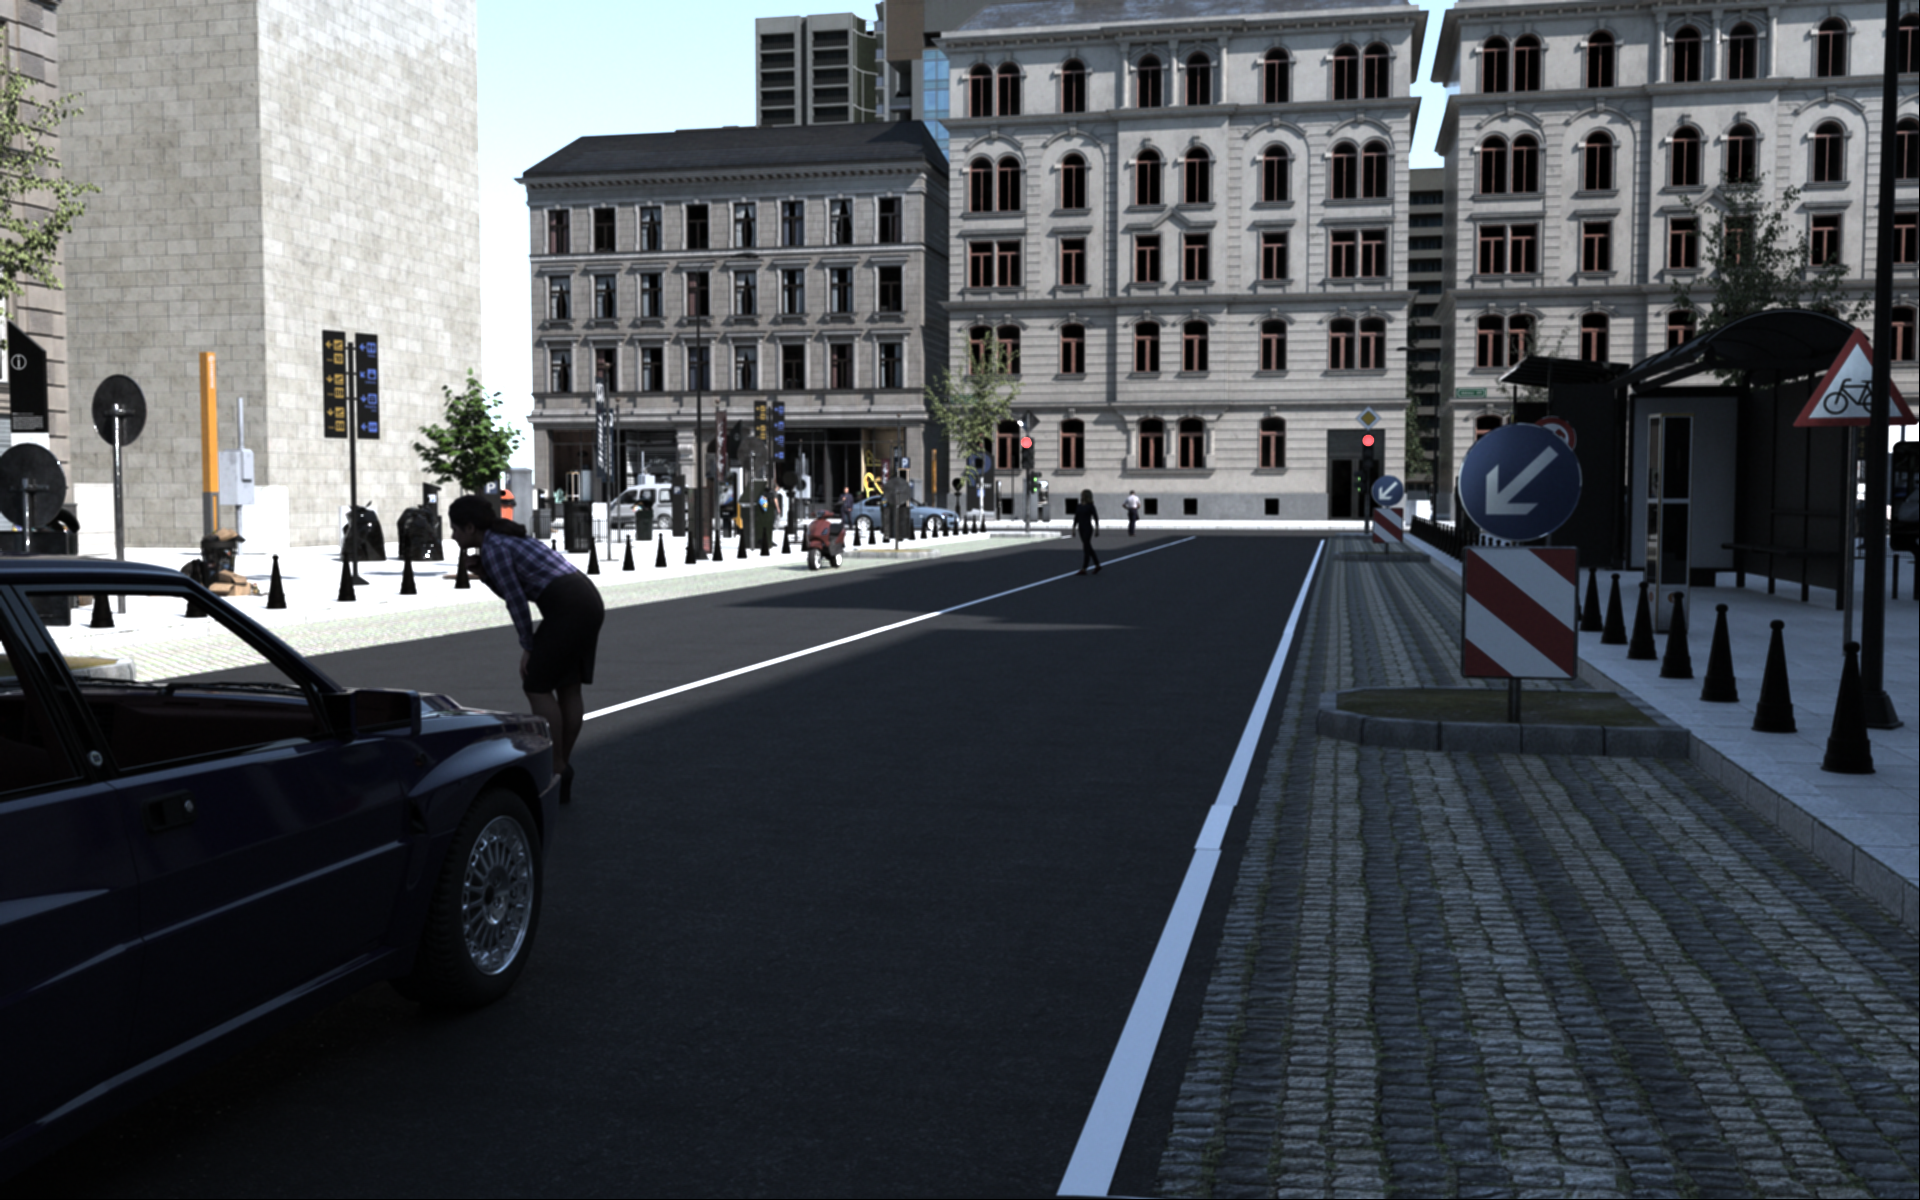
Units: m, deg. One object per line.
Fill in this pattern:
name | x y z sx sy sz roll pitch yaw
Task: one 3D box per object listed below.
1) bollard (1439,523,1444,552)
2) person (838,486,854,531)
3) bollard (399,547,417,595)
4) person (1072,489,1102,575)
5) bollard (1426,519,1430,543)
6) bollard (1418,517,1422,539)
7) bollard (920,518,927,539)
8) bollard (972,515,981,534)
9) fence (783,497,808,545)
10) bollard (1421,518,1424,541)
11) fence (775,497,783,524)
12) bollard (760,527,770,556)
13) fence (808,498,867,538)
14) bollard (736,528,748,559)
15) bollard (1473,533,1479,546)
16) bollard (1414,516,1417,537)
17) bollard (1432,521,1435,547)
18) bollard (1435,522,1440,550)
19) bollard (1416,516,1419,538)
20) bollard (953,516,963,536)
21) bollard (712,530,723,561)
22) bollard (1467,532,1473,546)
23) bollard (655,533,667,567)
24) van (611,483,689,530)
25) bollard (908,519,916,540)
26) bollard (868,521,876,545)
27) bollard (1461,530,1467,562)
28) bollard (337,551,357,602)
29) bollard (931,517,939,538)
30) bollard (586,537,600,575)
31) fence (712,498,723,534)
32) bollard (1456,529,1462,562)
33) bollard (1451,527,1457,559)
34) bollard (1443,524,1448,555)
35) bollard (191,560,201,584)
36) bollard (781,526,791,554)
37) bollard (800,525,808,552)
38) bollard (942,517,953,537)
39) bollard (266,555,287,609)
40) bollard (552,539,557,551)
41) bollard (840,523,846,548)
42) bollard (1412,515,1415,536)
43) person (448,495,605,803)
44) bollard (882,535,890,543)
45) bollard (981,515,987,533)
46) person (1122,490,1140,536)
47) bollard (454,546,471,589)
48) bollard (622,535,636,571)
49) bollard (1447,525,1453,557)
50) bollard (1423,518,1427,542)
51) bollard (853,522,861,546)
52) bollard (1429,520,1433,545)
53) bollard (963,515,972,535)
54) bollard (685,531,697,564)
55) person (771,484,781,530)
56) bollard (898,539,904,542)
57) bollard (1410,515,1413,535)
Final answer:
bollard | 10.729 -1.352 38.144 0.229 0.601 0.229 0 3 0
person | -4.082 -3.214 61.966 0.541 1.710 0.530 1 4 15
bollard | -7.048 -0.371 22.113 0.229 0.601 0.229 0 3 0
person | 2.284 -1.213 30.882 0.480 1.512 0.613 2 4 29
bollard | 11.940 -1.689 43.662 0.229 0.601 0.229 0 3 0
bollard | 12.840 -1.941 47.775 0.229 0.601 0.229 0 3 0
bollard | -1.037 -2.048 49.527 0.229 0.601 0.229 0 3 0
bollard | 0.466 -2.467 56.375 0.229 0.601 0.229 0 3 0
fence | -4.276 -2.075 45.136 0.480 1.192 2.264 0 4 -4
bollard | 12.540 -1.857 46.400 0.229 0.601 0.229 0 3 0
fence | -7.745 -3.978 76.242 0.480 1.192 2.264 1 4 21
bollard | -4.039 -1.211 35.838 0.229 0.601 0.229 0 3 0
fence | -3.820 -2.391 50.297 2.264 1.192 0.480 -2 4 -29
bollard | -4.340 -1.127 34.470 0.229 0.601 0.229 0 3 0
bollard | 8.628 -0.766 28.566 0.229 0.601 0.229 0 3 0
bollard | 13.450 -2.110 50.537 0.229 0.601 0.229 0 3 0
bollard | 11.339 -1.522 40.925 0.229 0.601 0.229 0 3 0
bollard | 11.032 -1.436 39.528 0.229 0.601 0.229 0 3 0
bollard | 13.146 -2.025 49.147 0.229 0.601 0.229 0 3 0
bollard | -0.133 -2.300 53.642 0.229 0.601 0.229 0 3 0
bollard | -4.637 -1.044 33.103 0.229 0.601 0.229 0 3 0
bollard | 8.929 -0.850 29.932 0.229 0.601 0.229 0 3 0
bollard | -5.244 -0.876 30.356 0.229 0.601 0.229 0 3 0
van | -12.668 -3.766 68.589 4.112 2.044 2.013 1 4 13
bollard | -1.336 -1.964 48.161 0.229 0.601 0.229 0 3 0
bollard | -2.239 -1.713 44.052 0.229 0.601 0.229 0 3 0
bollard | 9.229 -0.933 31.299 0.229 0.601 0.229 0 3 0
bollard | -7.351 -0.288 20.748 0.229 0.601 0.229 0 3 0
bollard | -0.732 -2.133 50.909 0.229 0.601 0.229 0 3 0
bollard | -5.845 -0.707 27.603 0.229 0.601 0.229 0 3 0
fence | -7.984 -2.757 56.278 0.480 1.192 2.264 -2 4 -24
bollard | 9.526 -1.017 32.666 0.229 0.601 0.229 0 3 0
bollard | 9.829 -1.100 34.031 0.229 0.601 0.229 0 3 0
bollard | 10.431 -1.268 36.773 0.229 0.601 0.229 0 3 0
bollard | -7.948 -0.120 18.009 0.229 0.601 0.229 0 3 0
bollard | -3.736 -1.294 37.204 0.229 0.601 0.229 0 3 0
bollard | -3.443 -1.378 38.572 0.229 0.601 0.229 0 3 0
bollard | -0.432 -2.216 52.275 0.229 0.601 0.229 0 3 0
bollard | -7.652 -0.204 19.376 0.229 0.601 0.229 0 3 0
bollard | -6.147 -0.623 26.228 0.229 0.601 0.229 0 3 0
bollard | -2.839 -1.545 41.303 0.229 0.601 0.229 0 3 0
bollard | 13.752 -2.194 51.908 0.229 0.601 0.229 0 3 0
person | -2.006 0.226 8.034 0.697 1.427 0.421 0 4 -4
bollard | -1.938 -1.797 45.418 0.229 0.601 0.229 0 3 0
bollard | 0.770 -2.550 57.741 0.229 0.601 0.229 0 3 0
person | 5.858 -2.970 59.270 0.614 1.554 0.590 1 4 23
bollard | -6.749 -0.455 23.480 0.229 0.601 0.229 0 3 0
bollard | -5.545 -0.791 28.969 0.229 0.601 0.229 0 3 0
bollard | 10.128 -1.184 35.401 0.229 0.601 0.229 0 3 0
bollard | 12.239 -1.773 45.029 0.229 0.601 0.229 0 3 0
bollard | -2.539 -1.629 42.680 0.229 0.601 0.229 0 3 0
bollard | 11.646 -1.606 42.295 0.229 0.601 0.229 0 3 0
bollard | 0.169 -2.383 55.008 0.229 0.601 0.229 0 3 0
bollard | -4.939 -0.960 31.733 0.229 0.601 0.229 0 3 0
person | -6.561 -3.254 61.825 0.434 1.807 0.598 -1 4 -15
bollard | -1.630 -1.881 46.792 0.229 0.601 0.229 0 3 0
bollard | 14.050 -2.278 53.285 0.229 0.601 0.229 0 3 0
